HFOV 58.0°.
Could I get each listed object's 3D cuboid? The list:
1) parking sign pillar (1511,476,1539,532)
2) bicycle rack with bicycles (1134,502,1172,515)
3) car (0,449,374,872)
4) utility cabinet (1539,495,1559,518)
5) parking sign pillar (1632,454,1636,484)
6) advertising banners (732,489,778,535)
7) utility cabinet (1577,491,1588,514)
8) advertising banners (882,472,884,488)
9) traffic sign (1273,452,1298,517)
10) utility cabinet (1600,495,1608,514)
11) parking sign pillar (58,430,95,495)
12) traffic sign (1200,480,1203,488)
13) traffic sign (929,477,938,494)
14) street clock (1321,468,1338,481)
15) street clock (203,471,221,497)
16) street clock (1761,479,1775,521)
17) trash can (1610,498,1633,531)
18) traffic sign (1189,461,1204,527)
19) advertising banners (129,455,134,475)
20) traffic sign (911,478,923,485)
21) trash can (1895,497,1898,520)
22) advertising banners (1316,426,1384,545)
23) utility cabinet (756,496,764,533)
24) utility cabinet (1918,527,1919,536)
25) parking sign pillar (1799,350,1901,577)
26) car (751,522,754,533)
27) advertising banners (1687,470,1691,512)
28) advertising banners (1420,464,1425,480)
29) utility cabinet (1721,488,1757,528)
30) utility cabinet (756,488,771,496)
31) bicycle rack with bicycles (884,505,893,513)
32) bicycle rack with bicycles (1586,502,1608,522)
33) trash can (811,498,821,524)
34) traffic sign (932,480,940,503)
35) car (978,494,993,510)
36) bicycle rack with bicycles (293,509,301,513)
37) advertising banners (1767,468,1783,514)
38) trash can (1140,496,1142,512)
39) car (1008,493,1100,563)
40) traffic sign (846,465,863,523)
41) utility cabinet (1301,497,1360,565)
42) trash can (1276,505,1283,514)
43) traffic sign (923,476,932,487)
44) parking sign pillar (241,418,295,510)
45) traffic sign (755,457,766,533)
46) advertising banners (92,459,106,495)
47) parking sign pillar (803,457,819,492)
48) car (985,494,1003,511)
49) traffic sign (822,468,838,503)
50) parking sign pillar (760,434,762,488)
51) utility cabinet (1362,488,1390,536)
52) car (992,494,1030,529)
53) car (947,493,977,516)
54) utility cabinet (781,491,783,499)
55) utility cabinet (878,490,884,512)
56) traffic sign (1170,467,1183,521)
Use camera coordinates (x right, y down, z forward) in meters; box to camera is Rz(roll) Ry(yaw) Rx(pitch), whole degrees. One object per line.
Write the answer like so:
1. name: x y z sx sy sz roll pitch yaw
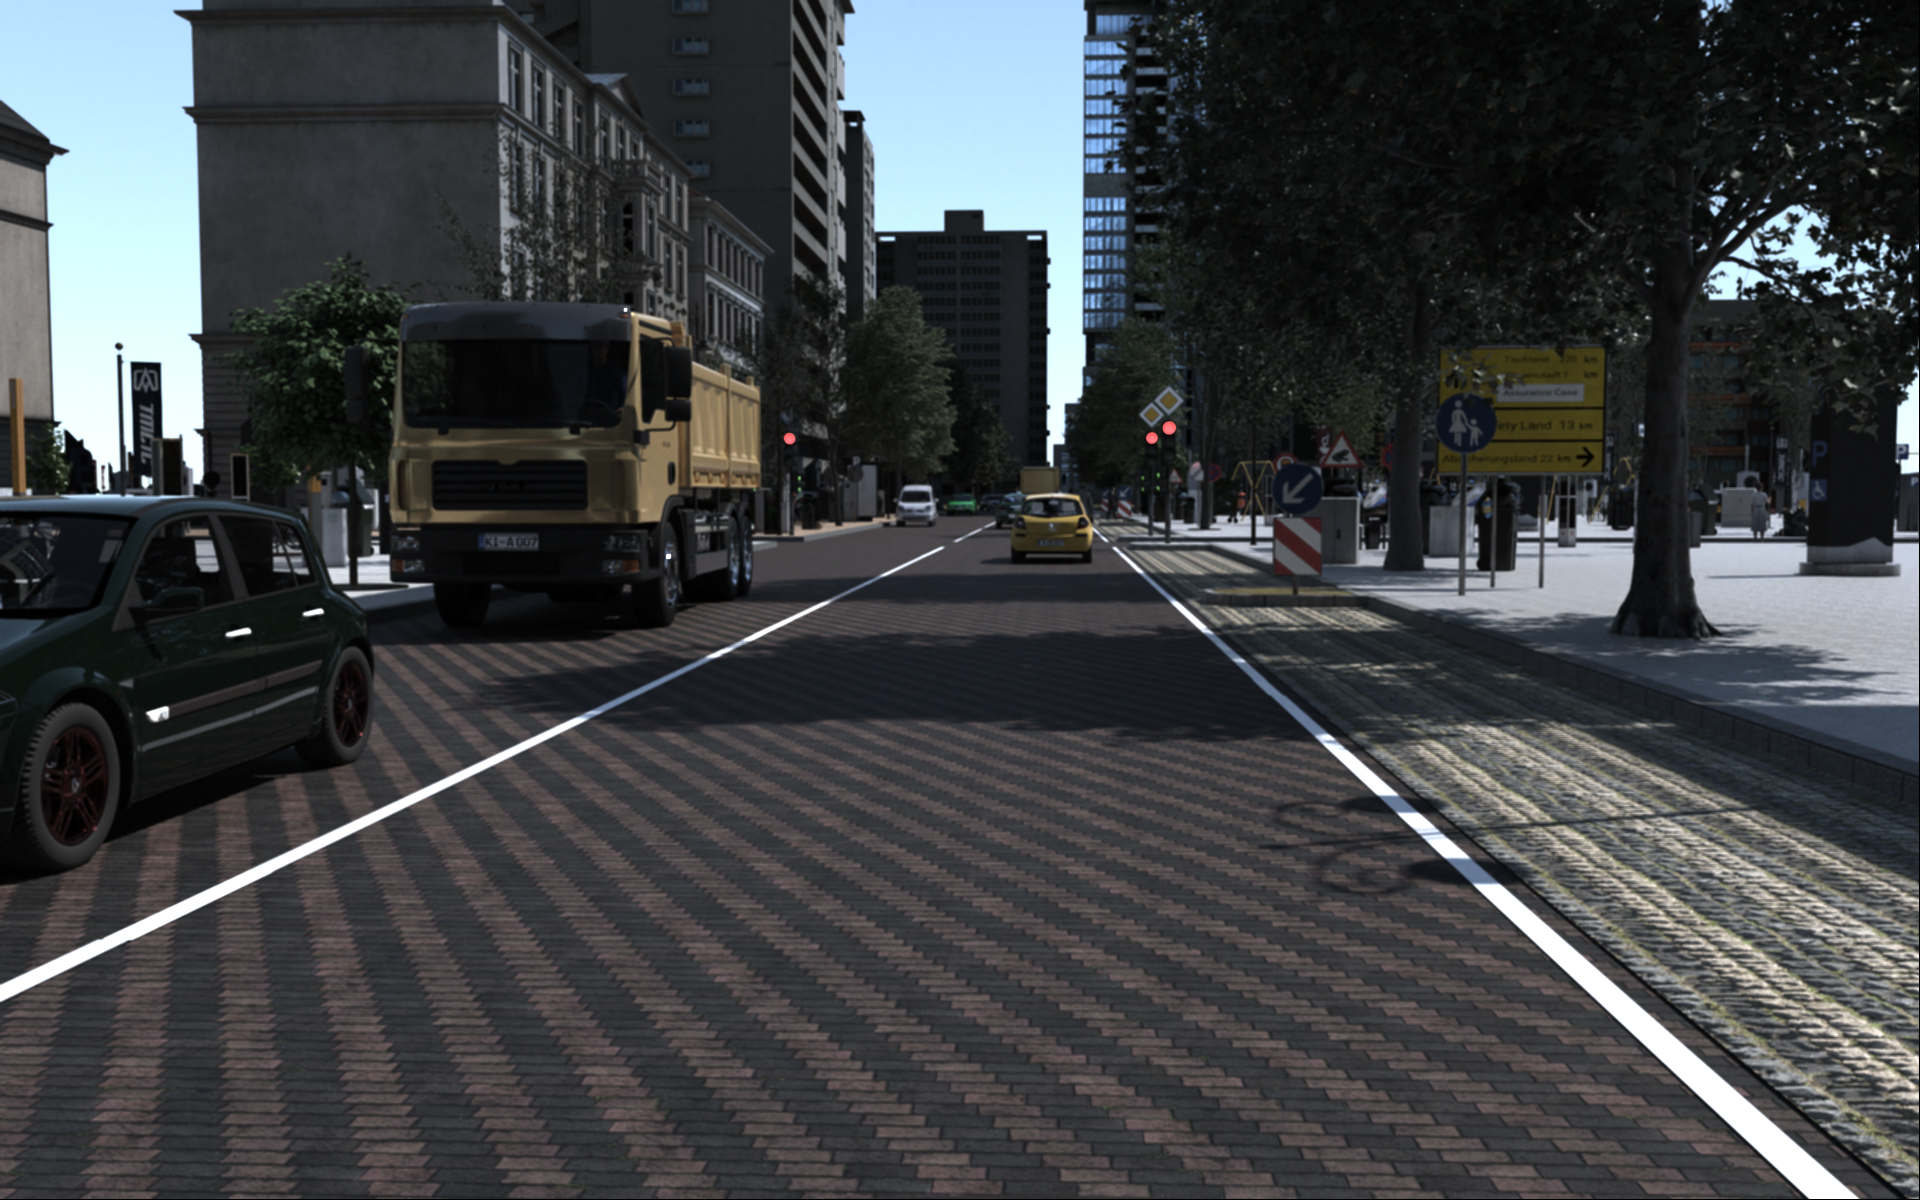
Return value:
1. parking sign pillar: 19.177 -4.343 59.484 1.447 3.967 1.447 0 4 -1
2. bicycle rack with bicycles: 12.284 -5.799 108.195 2.925 0.926 2.852 -1 4 -12
3. car: -4.140 0.119 7.848 2.009 1.686 4.222 0 4 3
4. utility cabinet: 31.677 -5.013 93.130 1.020 1.237 0.306 -1 4 -11
5. parking sign pillar: 43.322 -7.494 110.993 1.447 3.967 1.447 2 4 25
6. advertising banners: -6.705 -3.590 54.885 2.074 3.025 0.090 0 4 5
7. utility cabinet: 38.572 -6.051 107.614 0.318 1.500 1.173 -1 4 -11
8. advertising banners: -5.056 -7.330 116.030 0.090 3.025 2.074 -1 4 -9
9. traffic sign: 9.977 -3.242 53.113 0.768 2.556 0.104 1 4 11
10. utility cabinet: 42.618 -6.296 114.104 1.020 1.237 0.306 -2 4 -32
11. parking sign pillar: -37.266 -5.193 73.373 1.447 3.967 1.447 1 4 10
12. traffic sign: 11.056 -4.875 79.707 0.884 2.594 0.081 0 4 8
13. traffic sign: -1.982 -7.790 127.475 0.768 2.556 0.104 0 4 4
14. street clock: 7.824 -1.964 36.689 0.358 2.002 0.471 2 4 30
15. street clock: -23.349 -3.028 54.074 0.471 2.002 0.358 -3 5 -43
16. street clock: 38.083 -4.725 81.823 0.471 2.002 0.358 2 4 31
17. trash can: 23.349 -3.028 61.155 0.748 1.137 0.748 0 3 0
18. traffic sign: 9.302 -4.120 67.473 0.768 2.556 0.104 1 4 9
19. advertising banners: -36.763 -5.045 78.674 0.090 3.025 2.074 2 4 29
20. traffic sign: -2.914 -7.198 117.696 0.884 2.594 0.081 0 4 7
21. trash can: 47.888 -4.753 89.369 0.748 1.137 0.748 0 3 0
22. advertising banners: 9.995 -2.956 44.521 0.090 3.025 2.074 -3 5 -44
23. utility cabinet: -6.746 -2.857 57.872 1.020 1.237 0.306 0 4 -3
24. utility cabinet: 29.333 -2.661 52.189 0.318 1.500 1.173 0 4 5
25. parking sign pillar: 14.130 -2.381 27.401 1.447 3.967 1.447 -1 4 -16
26. car: -8.307 -2.514 49.902 4.718 1.807 1.959 0 4 3
27. advertising banners: 51.741 -7.735 122.647 0.090 3.025 2.074 1 4 8
28. advertising banners: 27.729 -6.450 101.649 2.074 3.025 0.090 3 5 40
29. utility cabinet: 29.495 -3.481 65.585 1.173 1.500 0.318 3 5 41
30. utility cabinet: -11.684 -5.881 104.840 1.173 1.500 0.318 0 4 1
31. bicycle rack with bicycles: -5.411 -5.773 107.777 2.852 0.926 2.925 -3 5 -40
32. bicycle rack with bicycles: 30.322 -4.095 80.337 2.852 0.926 2.925 1 4 17
33. trash can: -6.029 -3.634 71.063 0.748 1.137 0.748 0 3 0
34. traffic sign: -1.804 -7.757 128.949 0.606 2.300 0.079 1 4 13
35. car: 2.706 -8.698 154.009 2.131 1.459 4.920 0 4 4
36. bicycle rack with bicycles: -15.924 -1.653 40.417 2.925 0.926 2.852 -1 4 -10
37. advertising banners: 54.989 -7.473 118.377 2.074 3.025 0.090 0 4 -1
38. trash can: 12.757 -6.817 123.109 0.748 1.137 0.748 0 3 0
39. car: 2.009 -1.655 37.286 2.015 1.641 3.980 0 4 4
40. traffic sign: -4.685 -4.710 77.112 0.768 2.556 0.104 0 4 6
41. utility cabinet: 6.804 -1.264 31.830 1.020 1.237 0.306 2 4 27
42. trash can: 20.834 -6.160 112.373 0.748 1.137 0.748 0 3 0
43. traffic sign: -2.403 -7.433 121.538 0.884 2.594 0.081 0 4 5
44. parking sign pillar: -18.319 -3.509 45.843 1.447 3.967 1.447 1 4 13
45. traffic sign: -6.817 -3.507 57.445 0.768 2.556 0.104 1 4 11
46. advertising banners: -43.415 -5.626 88.178 0.090 3.025 2.074 3 4 37
47. parking sign pillar: -10.908 -8.491 127.303 1.447 3.967 1.447 2 4 31
48. car: 3.124 -8.156 145.349 2.014 1.417 4.499 0 4 2
49. traffic sign: -6.239 -5.081 83.180 0.768 2.556 0.104 0 4 7
50. parking sign pillar: -9.320 -5.457 77.694 1.447 3.967 1.447 1 4 16
51. utility cabinet: 12.884 -2.701 52.838 1.173 1.500 0.318 -1 4 -19
52. car: 2.399 -3.707 72.400 2.131 1.459 4.920 0 4 1
53. car: 0.149 -6.389 113.262 1.959 1.807 4.718 0 4 4
54. utility cabinet: -12.244 -6.535 115.518 1.173 1.500 0.318 3 4 37
55. utility cabinet: -4.682 -5.531 99.103 0.318 1.500 1.173 -2 4 -26
56. traffic sign: 10.335 -5.111 83.561 0.884 2.594 0.081 1 4 10
